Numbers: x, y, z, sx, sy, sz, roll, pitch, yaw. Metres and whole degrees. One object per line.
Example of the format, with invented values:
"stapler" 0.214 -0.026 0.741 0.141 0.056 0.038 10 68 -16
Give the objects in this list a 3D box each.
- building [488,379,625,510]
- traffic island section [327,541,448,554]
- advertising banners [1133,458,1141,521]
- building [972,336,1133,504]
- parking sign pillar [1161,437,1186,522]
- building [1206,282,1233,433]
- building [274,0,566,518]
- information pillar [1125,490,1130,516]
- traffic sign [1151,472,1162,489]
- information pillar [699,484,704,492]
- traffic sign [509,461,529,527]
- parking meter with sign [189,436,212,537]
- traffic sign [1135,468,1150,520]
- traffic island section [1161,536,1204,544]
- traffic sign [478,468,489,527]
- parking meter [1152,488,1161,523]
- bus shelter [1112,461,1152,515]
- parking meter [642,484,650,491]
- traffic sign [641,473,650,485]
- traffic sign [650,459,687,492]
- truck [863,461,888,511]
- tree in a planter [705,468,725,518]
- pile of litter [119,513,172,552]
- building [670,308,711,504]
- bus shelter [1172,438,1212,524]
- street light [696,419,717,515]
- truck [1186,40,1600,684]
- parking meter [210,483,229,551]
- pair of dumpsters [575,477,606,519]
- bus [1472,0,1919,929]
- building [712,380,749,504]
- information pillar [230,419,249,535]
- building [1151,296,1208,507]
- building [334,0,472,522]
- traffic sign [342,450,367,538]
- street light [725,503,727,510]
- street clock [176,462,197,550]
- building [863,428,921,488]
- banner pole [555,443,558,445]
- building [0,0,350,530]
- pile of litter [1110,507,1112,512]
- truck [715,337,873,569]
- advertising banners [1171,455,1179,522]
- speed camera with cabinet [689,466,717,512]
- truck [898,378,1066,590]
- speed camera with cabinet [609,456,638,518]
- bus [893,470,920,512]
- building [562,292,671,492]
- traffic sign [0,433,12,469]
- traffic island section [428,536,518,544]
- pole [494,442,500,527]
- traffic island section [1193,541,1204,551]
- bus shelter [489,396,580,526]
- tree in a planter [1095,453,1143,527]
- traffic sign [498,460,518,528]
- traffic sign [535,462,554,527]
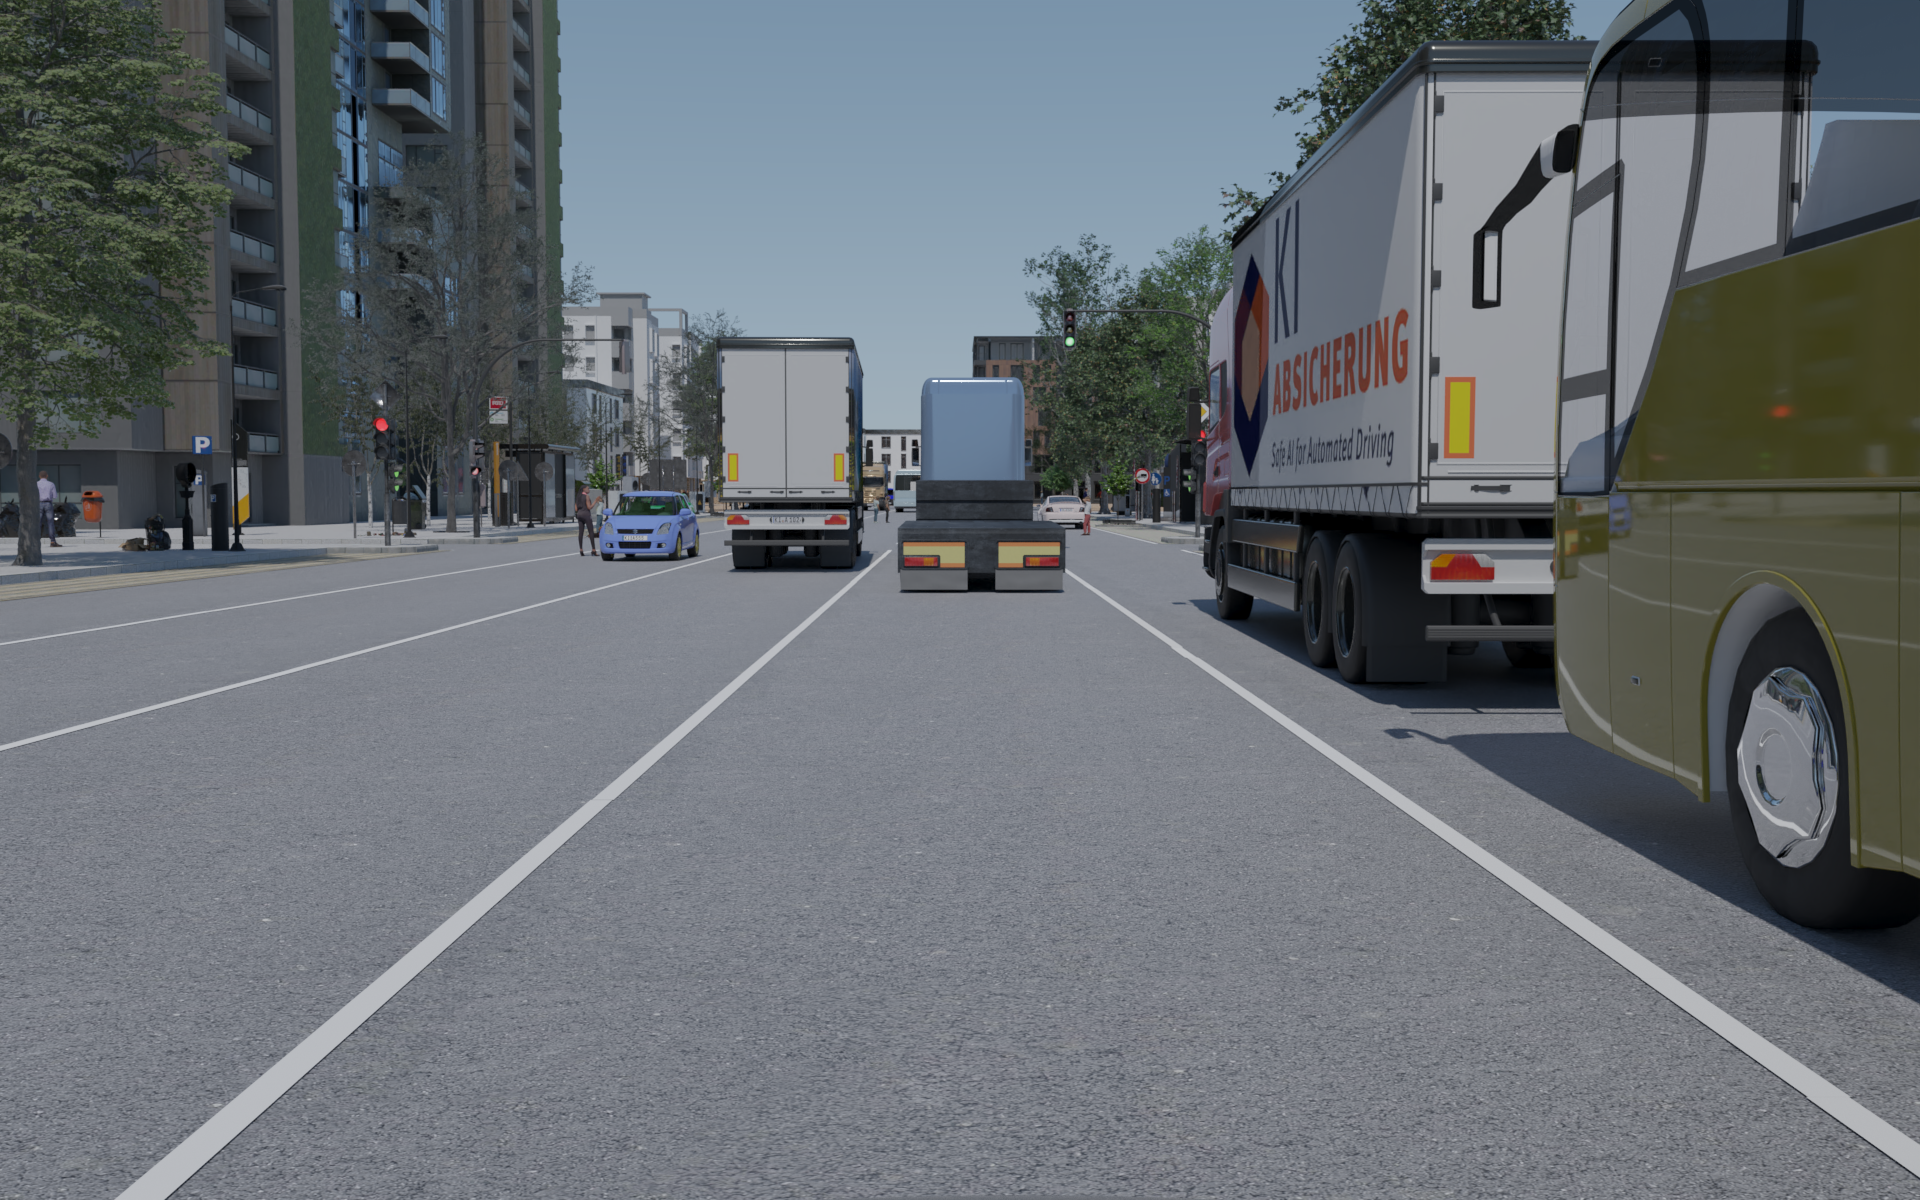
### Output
"building" -31.736 -12.138 140.598 9.099 9.664 28.070 0 4 0
"traffic island section" -14.173 -1.258 42.852 2.009 0.180 2.903 0 4 0
"advertising banners" 8.521 -5.335 83.417 0.090 3.025 2.074 0 4 -3
"building" 18.065 -23.877 234.364 32.646 21.610 27.936 0 4 0
"parking sign pillar" 10.074 -5.675 81.263 1.447 3.967 1.447 3 5 41
"building" 28.374 -17.429 141.379 16.016 20.091 11.380 0 4 0
"building" -34.436 -26.254 112.852 14.154 41.232 14.086 0 4 0
"information pillar" 9.597 -5.790 99.160 0.304 2.012 0.304 0 4 4
"traffic sign" 11.445 -6.214 101.709 0.768 2.556 0.104 0 4 5
"information pillar" -18.313 -7.239 122.844 0.304 2.012 0.304 0 4 8
"traffic sign" -17.452 -4.180 68.349 0.884 2.594 0.081 0 4 1
"parking meter with sign" -23.147 -3.447 52.619 0.543 3.016 1.738 -2 4 -33
"traffic sign" 8.914 -5.175 84.717 0.768 2.556 0.104 0 4 4
"traffic island section" 7.006 -1.750 50.892 2.009 0.180 2.903 0 4 0
"traffic sign" -18.665 -3.998 67.502 0.606 2.300 0.079 0 4 4
"parking meter" 8.783 -4.218 77.368 0.372 1.533 0.369 0 3 0
"bus shelter" 10.011 -6.625 102.238 2.014 3.302 5.546 0 3 0
"parking meter" -18.100 -5.758 99.849 0.399 1.863 0.255 -2 4 -25
"traffic sign" -18.636 -6.309 103.258 0.768 2.556 0.104 0 4 4
"traffic sign" -17.119 -6.590 101.611 2.265 3.308 0.079 1 4 9
"truck" -7.637 -9.913 150.982 2.839 4.237 11.283 0 4 -1
"tree in a planter" -14.015 -6.447 102.627 1.991 3.239 1.994 0 4 0
"pile of litter" -18.545 -1.551 39.316 1.176 0.858 1.719 0 4 3
"building" -33.442 -19.956 182.705 11.380 20.091 16.016 0 4 0
"bus shelter" 10.270 -5.057 73.966 1.731 3.624 6.357 0 4 0
"street light" -15.785 -8.256 107.526 1.470 5.913 1.316 0 4 0
"truck" 4.104 -1.677 16.338 2.839 4.237 11.283 0 4 1
"parking meter" -16.714 -1.877 39.101 0.372 1.533 0.369 0 3 0
"pair of dumpsters" -19.320 -5.284 88.891 1.574 2.255 4.437 0 3 0
"bus" 3.915 -0.668 2.470 2.896 3.916 12.252 0 4 0
"building" -33.227 -22.724 227.962 11.380 20.091 16.016 0 4 0
"information pillar" -22.417 -3.825 53.896 0.504 3.616 0.183 -1 4 -12
"building" 27.866 -18.171 163.559 16.747 18.905 31.486 0 4 0
"building" -39.124 -47.443 88.365 22.319 86.520 31.000 0 4 0
"traffic sign" -17.488 -3.051 49.996 0.768 2.556 0.104 1 4 9
"street light" -15.895 -9.115 121.579 1.470 5.913 1.316 0 4 0
"street clock" -17.637 -2.138 39.520 0.358 2.002 0.471 0 4 8
"building" -12.266 -17.299 224.979 28.070 9.664 9.099 0 4 0
"banner pole" -19.870 -5.853 85.710 0.401 3.779 0.863 0 4 3
"building" -33.552 -23.464 67.227 14.154 41.232 14.086 0 4 0
"pile of litter" 11.286 -6.671 123.035 1.719 0.858 1.176 1 4 22
"truck" -3.310 -2.911 36.502 2.839 4.237 11.283 0 4 -2
"advertising banners" 9.739 -5.033 78.473 0.090 3.025 2.074 0 4 0
"speed camera with cabinet" -18.030 -7.779 121.528 0.660 3.252 2.038 3 5 41
"truck" 0.299 -2.718 34.197 2.967 4.110 18.799 0 3 0
"speed camera with cabinet" -17.267 -5.786 88.932 0.660 3.252 2.038 1 4 20
"bus" -3.882 -8.830 139.222 2.948 3.499 13.247 0 4 -1
"building" -36.084 -18.591 160.385 16.016 20.091 11.380 0 4 0
"traffic sign" -19.788 -2.166 35.525 0.768 2.556 0.104 1 4 9
"traffic island section" -14.196 -1.747 50.837 2.009 0.180 2.903 0 4 0
"pole" -18.095 -4.516 67.679 0.158 3.312 0.155 0 3 0
"traffic island section" 7.028 -1.262 42.907 2.009 0.180 2.903 0 4 0
"bus shelter" -18.176 -5.870 73.607 2.179 5.291 8.768 0 3 0
"tree in a planter" 6.935 -4.812 75.893 1.991 3.239 1.994 0 4 0
"traffic sign" -16.818 -3.938 64.496 0.768 2.556 0.104 0 4 5
"traffic sign" -16.434 -4.179 68.439 0.768 2.556 0.104 0 4 3
